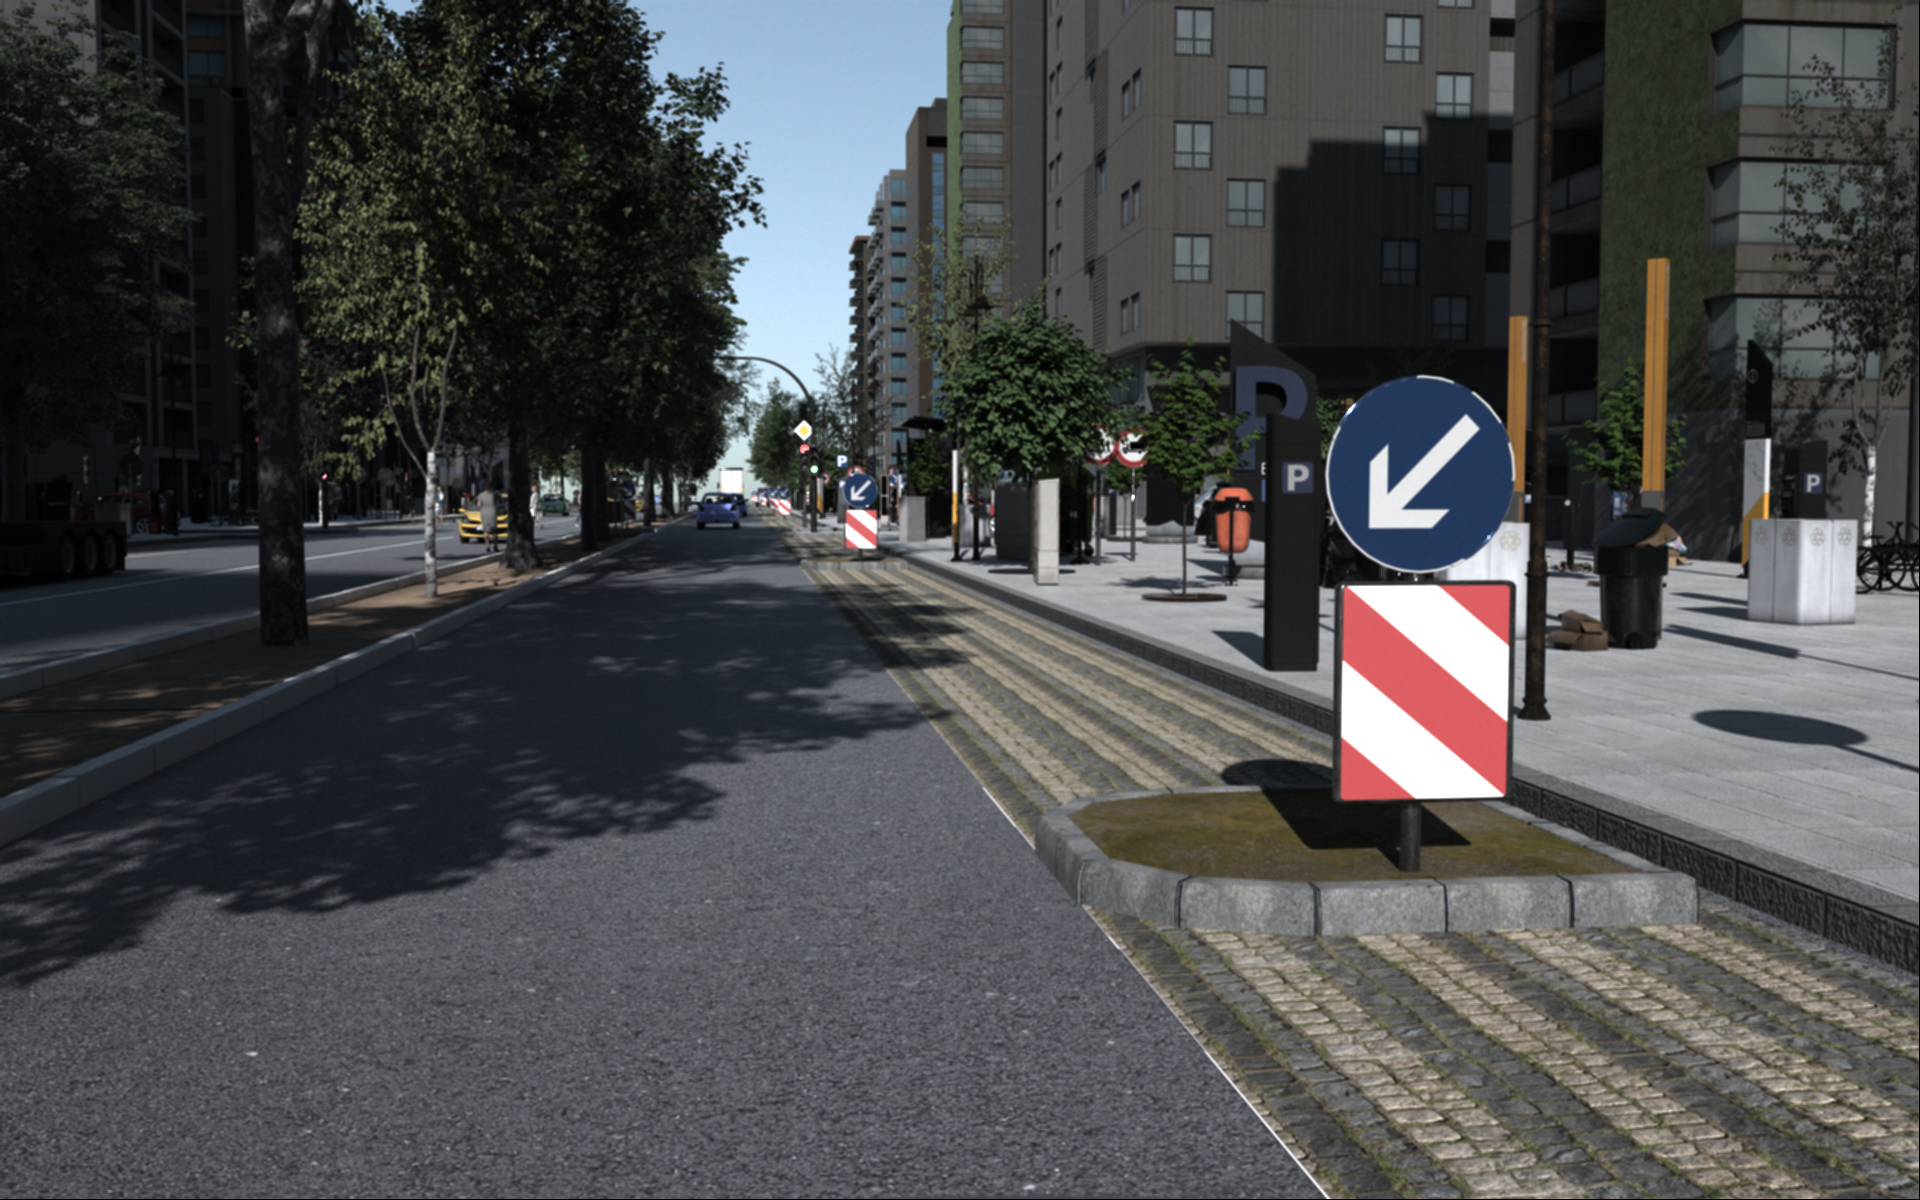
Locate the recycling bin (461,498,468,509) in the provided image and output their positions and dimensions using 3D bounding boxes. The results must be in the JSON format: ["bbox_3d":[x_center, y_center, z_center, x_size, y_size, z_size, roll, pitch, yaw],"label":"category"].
[{"bbox_3d":[-35.466,-6.764,123.146,0.722,1.027,0.722,0,4,4],"label":"recycling bin"}]

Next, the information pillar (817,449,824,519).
[{"bbox_3d":[-7.248,-6.023,89.832,0.183,3.616,0.504,1,4,21],"label":"information pillar"}]

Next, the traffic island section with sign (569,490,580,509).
[{"bbox_3d":[-36.007,-9.436,162.904,1.989,1.847,2.006,0,4,-7],"label":"traffic island section with sign"}]

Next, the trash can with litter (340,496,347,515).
[{"bbox_3d":[-37.754,-5.813,106.106,1.678,1.210,2.233,0,4,-1],"label":"trash can with litter"}]

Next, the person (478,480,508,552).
[{"bbox_3d":[-11.498,-2.067,42.656,0.716,1.782,0.532,0,4,-8],"label":"person"}]

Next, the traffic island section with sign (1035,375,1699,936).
[{"bbox_3d":[1.340,0.127,6.548,1.989,1.847,2.006,0,4,-7],"label":"traffic island section with sign"}]

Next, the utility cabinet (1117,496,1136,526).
[{"bbox_3d":[6.677,-3.567,69.479,0.306,1.237,1.020,-2,4,-27],"label":"utility cabinet"}]

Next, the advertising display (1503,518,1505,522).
[{"bbox_3d":[10.948,-1.789,34.460,0.123,1.923,0.974,0,4,8],"label":"advertising display"}]

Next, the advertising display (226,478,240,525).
[{"bbox_3d":[-29.967,-4.048,71.400,0.123,1.923,0.974,0,4,2],"label":"advertising display"}]

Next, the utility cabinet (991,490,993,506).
[{"bbox_3d":[2.031,-4.976,90.033,0.318,1.500,1.173,2,4,32],"label":"utility cabinet"}]

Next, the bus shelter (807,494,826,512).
[{"bbox_3d":[-10.582,-8.176,124.963,1.731,3.624,6.357,0,4,-7],"label":"bus shelter"}]

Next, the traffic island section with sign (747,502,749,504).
[{"bbox_3d":[-22.195,-11.160,191.101,1.989,1.847,2.006,0,4,-7],"label":"traffic island section with sign"}]

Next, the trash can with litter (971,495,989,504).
[{"bbox_3d":[1.146,-5.423,99.722,2.233,1.210,1.678,2,4,28],"label":"trash can with litter"}]

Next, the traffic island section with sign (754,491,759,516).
[{"bbox_3d":[-12.484,-6.509,115.048,1.989,1.847,2.006,0,4,-7],"label":"traffic island section with sign"}]

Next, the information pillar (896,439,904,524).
[{"bbox_3d":[-2.596,-5.038,73.733,0.183,3.616,0.504,-1,4,-14],"label":"information pillar"}]

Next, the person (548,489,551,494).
[{"bbox_3d":[-30.752,-7.372,129.306,0.573,1.790,0.520,-2,4,-31],"label":"person"}]

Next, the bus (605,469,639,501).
[{"bbox_3d":[-33.481,-10.993,171.277,2.896,3.916,12.252,0,4,-7],"label":"bus"}]

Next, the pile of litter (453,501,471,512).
[{"bbox_3d":[-35.981,-6.763,124.540,1.719,0.858,1.176,0,4,-2],"label":"pile of litter"}]

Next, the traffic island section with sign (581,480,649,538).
[{"bbox_3d":[-11.465,-3.009,57.341,2.006,1.907,1.989,0,4,-7],"label":"traffic island section with sign"}]

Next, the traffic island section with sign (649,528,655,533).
[{"bbox_3d":[-12.393,-3.459,64.690,2.006,1.907,1.989,0,4,-7],"label":"traffic island section with sign"}]

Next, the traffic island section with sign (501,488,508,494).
[{"bbox_3d":[-29.659,-6.390,113.105,1.989,1.847,2.006,0,4,-7],"label":"traffic island section with sign"}]

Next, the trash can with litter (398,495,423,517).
[{"bbox_3d":[-30.733,-5.272,97.249,1.678,1.210,2.233,1,4,9],"label":"trash can with litter"}]

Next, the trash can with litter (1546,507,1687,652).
[{"bbox_3d":[5.416,-0.180,14.325,1.055,1.170,0.624,-2,4,-28],"label":"trash can with litter"}]

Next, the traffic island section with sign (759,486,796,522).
[{"bbox_3d":[-9.072,-4.867,88.204,1.989,1.847,2.006,0,4,-7],"label":"traffic island section with sign"}]

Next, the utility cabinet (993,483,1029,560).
[{"bbox_3d":[1.250,-1.502,33.230,1.173,1.500,0.318,3,5,39],"label":"utility cabinet"}]

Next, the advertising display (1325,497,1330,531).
[{"bbox_3d":[8.953,-2.309,42.968,0.974,1.923,0.123,0,4,-7],"label":"advertising display"}]

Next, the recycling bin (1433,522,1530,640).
[{"bbox_3d":[4.681,-0.185,15.587,0.722,1.027,0.722,0,4,6],"label":"recycling bin"}]

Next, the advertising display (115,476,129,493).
[{"bbox_3d":[-30.649,-3.558,63.391,0.123,1.923,0.974,0,4,-5],"label":"advertising display"}]

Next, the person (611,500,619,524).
[{"bbox_3d":[-16.205,-4.419,81.430,0.731,1.740,0.598,2,4,24],"label":"person"}]

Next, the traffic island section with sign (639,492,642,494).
[{"bbox_3d":[-49.872,-16.080,271.527,1.989,1.847,2.006,0,4,-7],"label":"traffic island section with sign"}]

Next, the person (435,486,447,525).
[{"bbox_3d":[-23.877,-4.344,79.551,0.581,1.822,0.654,-1,4,-17],"label":"person"}]

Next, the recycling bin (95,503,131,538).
[{"bbox_3d":[-24.419,-2.286,49.937,0.722,1.027,0.722,0,4,-1],"label":"recycling bin"}]

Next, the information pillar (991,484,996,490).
[{"bbox_3d":[2.383,-7.077,120.205,0.304,2.012,0.304,2,4,31],"label":"information pillar"}]

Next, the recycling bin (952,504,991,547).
[{"bbox_3d":[0.276,-1.820,42.316,0.722,1.027,0.722,-2,4,-30],"label":"recycling bin"}]

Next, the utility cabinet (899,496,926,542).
[{"bbox_3d":[-1.284,-2.154,46.380,0.306,1.237,1.020,2,4,26],"label":"utility cabinet"}]

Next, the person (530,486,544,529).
[{"bbox_3d":[-17.251,-3.759,70.315,0.624,1.780,0.694,2,4,25],"label":"person"}]

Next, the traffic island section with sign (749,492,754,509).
[{"bbox_3d":[-18.695,-9.482,163.656,1.989,1.847,2.006,0,4,-7],"label":"traffic island section with sign"}]

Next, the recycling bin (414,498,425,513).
[{"bbox_3d":[-36.147,-6.324,115.949,0.722,1.027,0.722,-1,4,-16],"label":"recycling bin"}]

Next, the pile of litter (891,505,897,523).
[{"bbox_3d":[-2.449,-3.874,77.298,1.176,0.858,1.719,3,4,36],"label":"pile of litter"}]

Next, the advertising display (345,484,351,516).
[{"bbox_3d":[-35.889,-5.893,101.567,0.123,1.923,0.974,-1,4,-10],"label":"advertising display"}]

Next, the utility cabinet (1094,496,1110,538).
[{"bbox_3d":[4.198,-2.454,51.291,0.306,1.237,1.020,1,4,14],"label":"utility cabinet"}]

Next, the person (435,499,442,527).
[{"bbox_3d":[-23.046,-3.844,76.358,0.505,1.210,0.382,1,4,12],"label":"person"}]

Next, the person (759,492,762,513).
[{"bbox_3d":[-14.580,-7.101,126.412,0.330,1.601,0.589,0,4,2],"label":"person"}]

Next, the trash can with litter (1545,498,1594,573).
[{"bbox_3d":[10.214,-1.107,29.155,1.678,1.210,2.233,1,4,13],"label":"trash can with litter"}]

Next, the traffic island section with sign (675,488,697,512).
[{"bbox_3d":[-21.912,-8.018,139.225,2.006,1.907,1.989,0,4,-7],"label":"traffic island section with sign"}]

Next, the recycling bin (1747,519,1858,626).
[{"bbox_3d":[8.403,-0.290,17.288,0.722,1.027,0.722,-1,4,-20],"label":"recycling bin"}]

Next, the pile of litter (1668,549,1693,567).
[{"bbox_3d":[12.498,-1.044,31.040,1.719,0.858,1.176,-1,4,-22],"label":"pile of litter"}]

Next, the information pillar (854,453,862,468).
[{"bbox_3d":[-5.403,-6.089,90.914,0.504,3.616,0.183,2,4,26],"label":"information pillar"}]

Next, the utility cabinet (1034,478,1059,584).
[{"bbox_3d":[1.226,-0.988,24.835,0.318,1.500,1.173,0,4,0],"label":"utility cabinet"}]

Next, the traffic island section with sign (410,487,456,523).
[{"bbox_3d":[-26.246,-4.755,86.366,1.989,1.847,2.006,0,4,-7],"label":"traffic island section with sign"}]

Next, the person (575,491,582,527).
[{"bbox_3d":[-16.499,-4.067,75.592,0.643,1.750,0.593,3,5,42],"label":"person"}]

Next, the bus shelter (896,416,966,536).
[{"bbox_3d":[-0.915,-3.912,55.242,1.731,3.624,6.357,0,4,-7],"label":"bus shelter"}]

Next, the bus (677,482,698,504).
[{"bbox_3d":[-40.063,-15.877,254.455,2.948,3.499,13.247,-1,4,-9],"label":"bus"}]

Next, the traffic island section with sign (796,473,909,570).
[{"bbox_3d":[-2.072,-1.514,33.389,1.989,1.847,2.006,0,4,-7],"label":"traffic island section with sign"}]

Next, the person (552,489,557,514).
[{"bbox_3d":[-29.609,-7.229,126.925,0.641,1.798,0.478,-1,4,-16],"label":"person"}]

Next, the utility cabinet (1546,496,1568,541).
[{"bbox_3d":[16.334,-2.250,47.941,1.020,1.237,0.306,-2,4,-26],"label":"utility cabinet"}]

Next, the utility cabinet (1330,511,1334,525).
[{"bbox_3d":[9.296,-1.880,41.893,0.306,1.237,1.020,3,5,40],"label":"utility cabinet"}]
